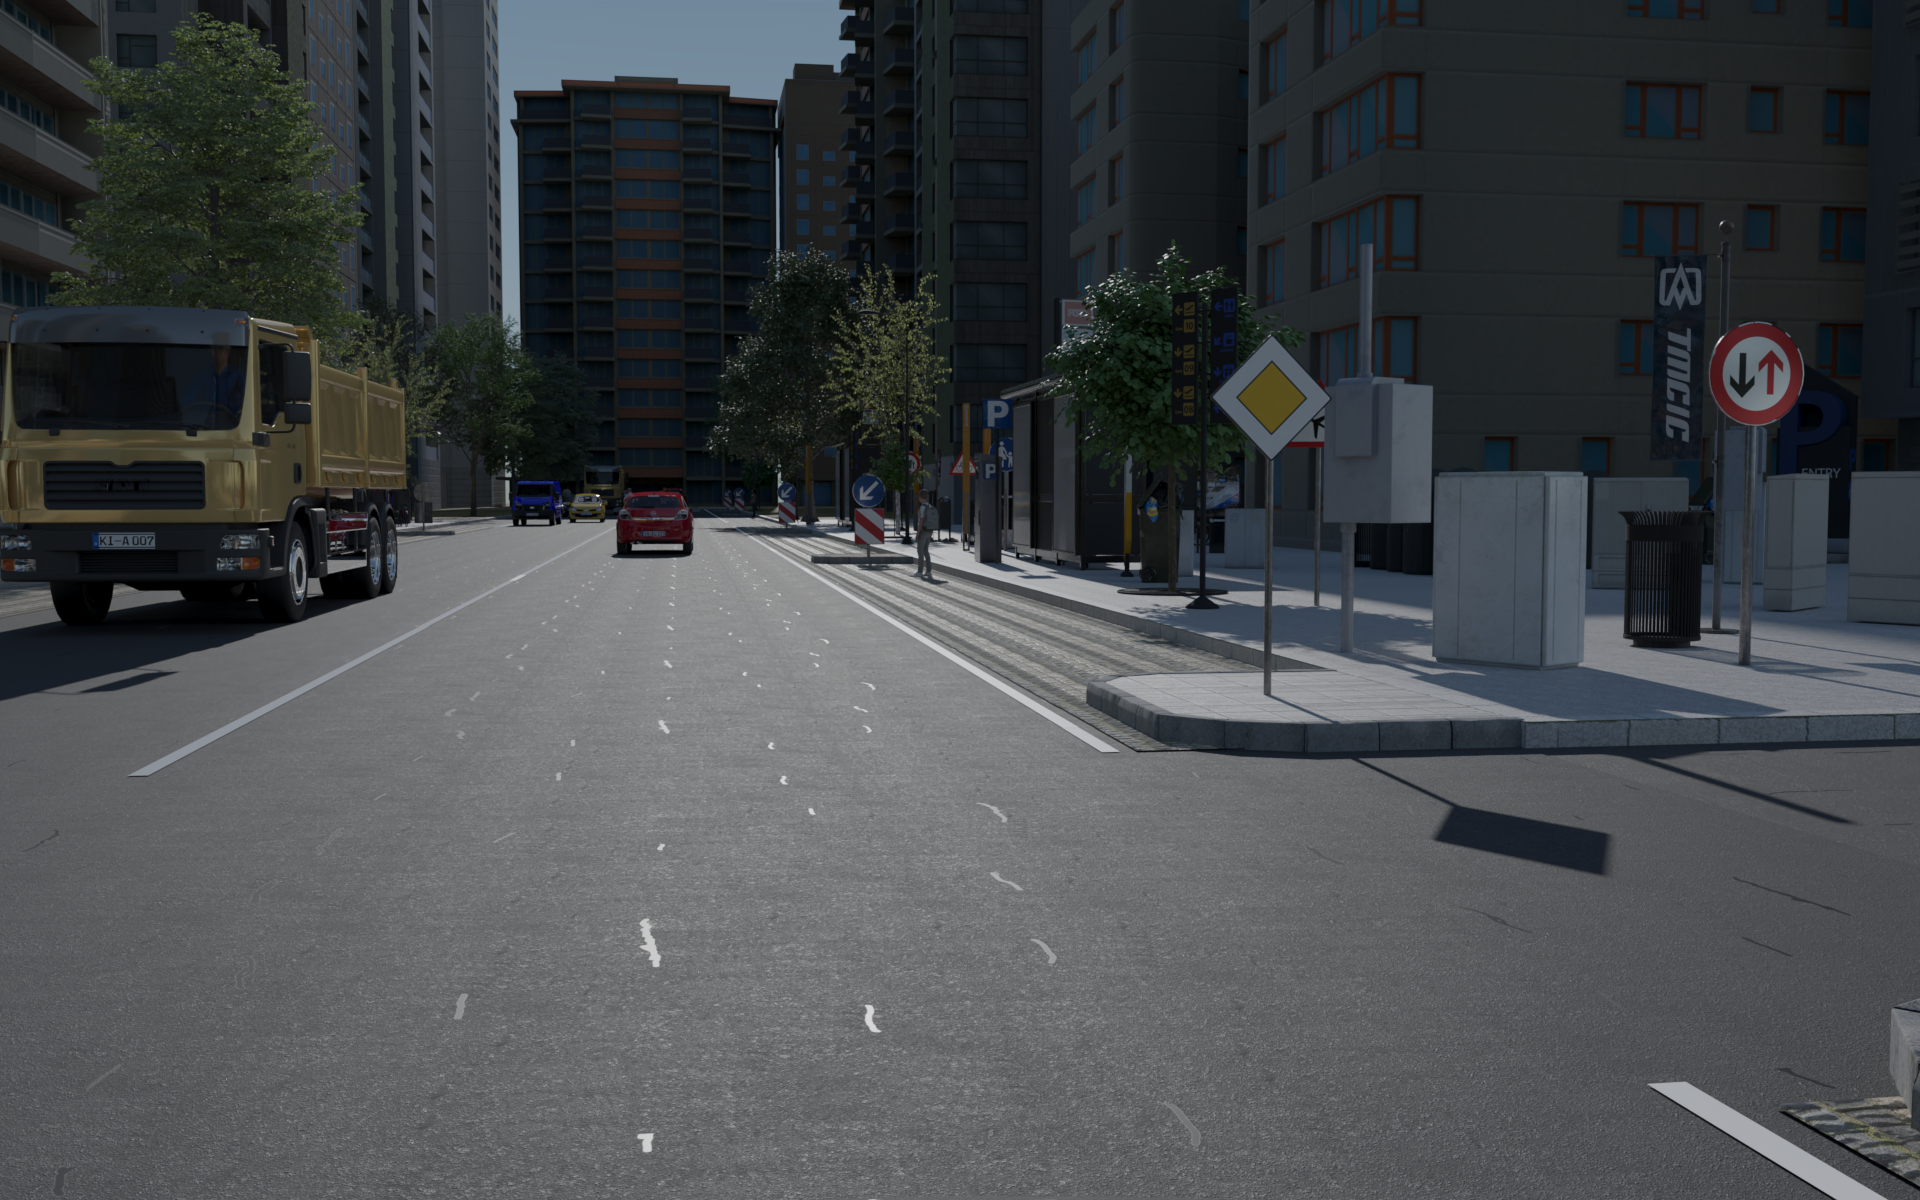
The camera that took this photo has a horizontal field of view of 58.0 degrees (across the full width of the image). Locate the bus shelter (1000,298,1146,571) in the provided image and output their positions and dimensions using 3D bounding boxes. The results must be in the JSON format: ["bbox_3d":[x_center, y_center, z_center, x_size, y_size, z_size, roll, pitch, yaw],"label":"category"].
[{"bbox_3d":[2.122,-3.398,33.181,2.179,5.291,8.768,-1,4,-9],"label":"bus shelter"}]

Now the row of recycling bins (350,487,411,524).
[{"bbox_3d":[-25.438,-4.109,74.297,3.534,1.692,1.069,-1,4,-23],"label":"row of recycling bins"}]

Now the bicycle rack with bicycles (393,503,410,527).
[{"bbox_3d":[-23.045,-3.355,68.235,2.852,0.926,2.925,-2,4,-23],"label":"bicycle rack with bicycles"}]

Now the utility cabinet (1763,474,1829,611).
[{"bbox_3d":[9.276,-0.645,19.229,0.318,1.500,1.173,3,5,43],"label":"utility cabinet"}]

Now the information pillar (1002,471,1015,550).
[{"bbox_3d":[1.099,-2.181,40.156,0.304,2.012,0.304,-3,5,-42],"label":"information pillar"}]

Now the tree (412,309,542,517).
[{"bbox_3d":[-27.311,-10.490,97.259,9.928,11.665,9.643,0,3,0],"label":"tree"}]

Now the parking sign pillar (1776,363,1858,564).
[{"bbox_3d":[16.070,-2.694,32.514,1.447,3.967,1.447,-3,5,-45],"label":"parking sign pillar"}]

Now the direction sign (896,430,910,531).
[{"bbox_3d":[-2.048,-4.217,60.940,0.379,3.537,0.876,3,4,36],"label":"direction sign"}]

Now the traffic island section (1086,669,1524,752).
[{"bbox_3d":[1.982,0.685,11.080,2.009,0.180,2.903,-1,4,-9],"label":"traffic island section"}]

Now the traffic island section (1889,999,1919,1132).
[{"bbox_3d":[3.261,1.167,3.197,2.009,0.180,2.903,-1,4,-9],"label":"traffic island section"}]

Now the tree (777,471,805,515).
[{"bbox_3d":[-10.484,-6.982,108.765,1.663,3.219,1.824,0,3,0],"label":"tree"}]

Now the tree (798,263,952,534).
[{"bbox_3d":[-2.103,-6.376,54.618,4.360,8.622,3.978,0,3,0],"label":"tree"}]

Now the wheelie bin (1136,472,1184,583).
[{"bbox_3d":[2.923,-1.060,25.244,0.693,1.594,0.980,0,4,4],"label":"wheelie bin"}]

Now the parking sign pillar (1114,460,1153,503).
[{"bbox_3d":[5.106,-3.824,50.987,1.447,3.967,1.447,-3,4,-36],"label":"parking sign pillar"}]

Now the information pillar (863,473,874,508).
[{"bbox_3d":[-3.251,-3.482,61.416,0.304,2.012,0.304,1,4,14],"label":"information pillar"}]

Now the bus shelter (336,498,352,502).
[{"bbox_3d":[-23.271,-4.400,63.222,1.731,3.624,6.357,-1,4,-9],"label":"bus shelter"}]

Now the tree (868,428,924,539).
[{"bbox_3d":[-1.787,-3.411,50.365,1.663,3.219,1.824,0,3,0],"label":"tree"}]

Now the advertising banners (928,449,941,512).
[{"bbox_3d":[-0.996,-4.370,67.633,0.090,3.025,2.074,-1,4,-14],"label":"advertising banners"}]

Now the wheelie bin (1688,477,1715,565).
[{"bbox_3d":[13.751,-1.452,31.641,0.693,1.594,0.980,0,4,-1],"label":"wheelie bin"}]

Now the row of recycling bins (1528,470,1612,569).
[{"bbox_3d":[9.655,-1.421,30.339,3.534,1.692,1.069,2,4,25],"label":"row of recycling bins"}]

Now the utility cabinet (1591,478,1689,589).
[{"bbox_3d":[9.126,-0.892,23.267,1.173,1.500,0.318,1,4,17],"label":"utility cabinet"}]

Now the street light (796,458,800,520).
[{"bbox_3d":[-8.588,-6.902,85.384,1.470,5.913,1.316,-1,4,-9],"label":"street light"}]

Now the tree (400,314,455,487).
[{"bbox_3d":[-22.910,-7.317,69.988,4.360,8.622,3.978,0,3,0],"label":"tree"}]

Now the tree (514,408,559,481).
[{"bbox_3d":[-35.464,-11.797,143.245,4.360,8.622,3.978,0,3,0],"label":"tree"}]

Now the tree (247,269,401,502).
[{"bbox_3d":[-20.675,-6.373,54.555,4.360,8.622,3.978,0,3,0],"label":"tree"}]

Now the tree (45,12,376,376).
[{"bbox_3d":[-17.584,-7.538,41.381,7.486,12.596,7.792,0,3,0],"label":"tree"}]

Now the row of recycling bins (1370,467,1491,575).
[{"bbox_3d":[7.557,-1.283,28.084,1.069,1.692,3.534,0,4,-7],"label":"row of recycling bins"}]

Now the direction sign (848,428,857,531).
[{"bbox_3d":[-3.680,-4.147,59.802,0.379,3.537,0.876,1,4,12],"label":"direction sign"}]

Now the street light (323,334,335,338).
[{"bbox_3d":[-18.795,-4.750,50.201,1.470,5.913,1.316,-1,4,-9],"label":"street light"}]

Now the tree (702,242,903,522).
[{"bbox_3d":[-7.015,-9.921,79.221,9.611,12.733,9.660,0,3,0],"label":"tree"}]

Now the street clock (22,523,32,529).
[{"bbox_3d":[-15.807,-1.518,29.391,0.471,2.002,0.358,0,4,-1],"label":"street clock"}]

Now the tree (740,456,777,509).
[{"bbox_3d":[-16.833,-9.852,144.789,4.285,4.588,4.351,0,3,0],"label":"tree"}]

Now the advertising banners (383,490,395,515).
[{"bbox_3d":[-21.343,-4.204,64.927,0.090,3.025,2.074,0,4,-5],"label":"advertising banners"}]

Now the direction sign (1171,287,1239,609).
[{"bbox_3d":[2.719,-1.672,19.329,0.876,3.537,0.379,3,5,44],"label":"direction sign"}]

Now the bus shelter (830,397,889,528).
[{"bbox_3d":[-3.983,-5.600,69.189,2.179,5.291,8.768,-1,4,-9],"label":"bus shelter"}]

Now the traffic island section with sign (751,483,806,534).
[{"bbox_3d":[-6.455,-3.328,63.034,1.989,1.847,2.006,-1,4,-9],"label":"traffic island section with sign"}]

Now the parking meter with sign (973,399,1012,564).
[{"bbox_3d":[0.555,-2.222,32.597,0.543,3.016,1.738,-1,4,-9],"label":"parking meter with sign"}]

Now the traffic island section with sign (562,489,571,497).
[{"bbox_3d":[-31.150,-7.878,137.430,1.989,1.847,2.006,-1,4,-9],"label":"traffic island section with sign"}]

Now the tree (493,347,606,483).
[{"bbox_3d":[-36.069,-14.959,151.233,9.857,13.997,8.962,0,3,0],"label":"tree"}]

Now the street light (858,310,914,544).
[{"bbox_3d":[-1.878,-4.368,43.958,1.470,5.913,1.316,-1,4,-9],"label":"street light"}]

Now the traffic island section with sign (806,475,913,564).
[{"bbox_3d":[-2.088,-1.682,36.128,1.989,1.847,2.006,-1,4,-9],"label":"traffic island section with sign"}]

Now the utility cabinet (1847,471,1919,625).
[{"bbox_3d":[9.338,-0.502,16.894,0.318,1.500,1.173,-2,4,-35],"label":"utility cabinet"}]

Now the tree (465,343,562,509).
[{"bbox_3d":[-33.949,-12.946,129.790,7.486,12.596,7.792,0,3,0],"label":"tree"}]

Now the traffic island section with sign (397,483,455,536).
[{"bbox_3d":[-18.584,-3.141,59.991,1.989,1.847,2.006,-1,4,-9],"label":"traffic island section with sign"}]

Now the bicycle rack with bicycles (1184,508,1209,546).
[{"bbox_3d":[5.824,-1.839,43.446,2.925,0.926,2.852,1,4,19],"label":"bicycle rack with bicycles"}]

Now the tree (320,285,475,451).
[{"bbox_3d":[-25.378,-8.776,77.892,7.601,10.594,8.767,0,4,1],"label":"tree"}]

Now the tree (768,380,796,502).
[{"bbox_3d":[-10.456,-9.345,103.157,4.360,8.622,3.978,0,3,0],"label":"tree"}]

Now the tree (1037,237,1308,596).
[{"bbox_3d":[2.723,-2.367,22.415,4.285,4.588,4.351,0,3,0],"label":"tree"}]

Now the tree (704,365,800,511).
[{"bbox_3d":[-15.512,-12.564,131.178,9.928,11.665,9.643,0,3,0],"label":"tree"}]

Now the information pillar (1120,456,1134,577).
[{"bbox_3d":[2.594,-2.164,26.730,0.183,3.616,0.504,0,4,2],"label":"information pillar"}]
